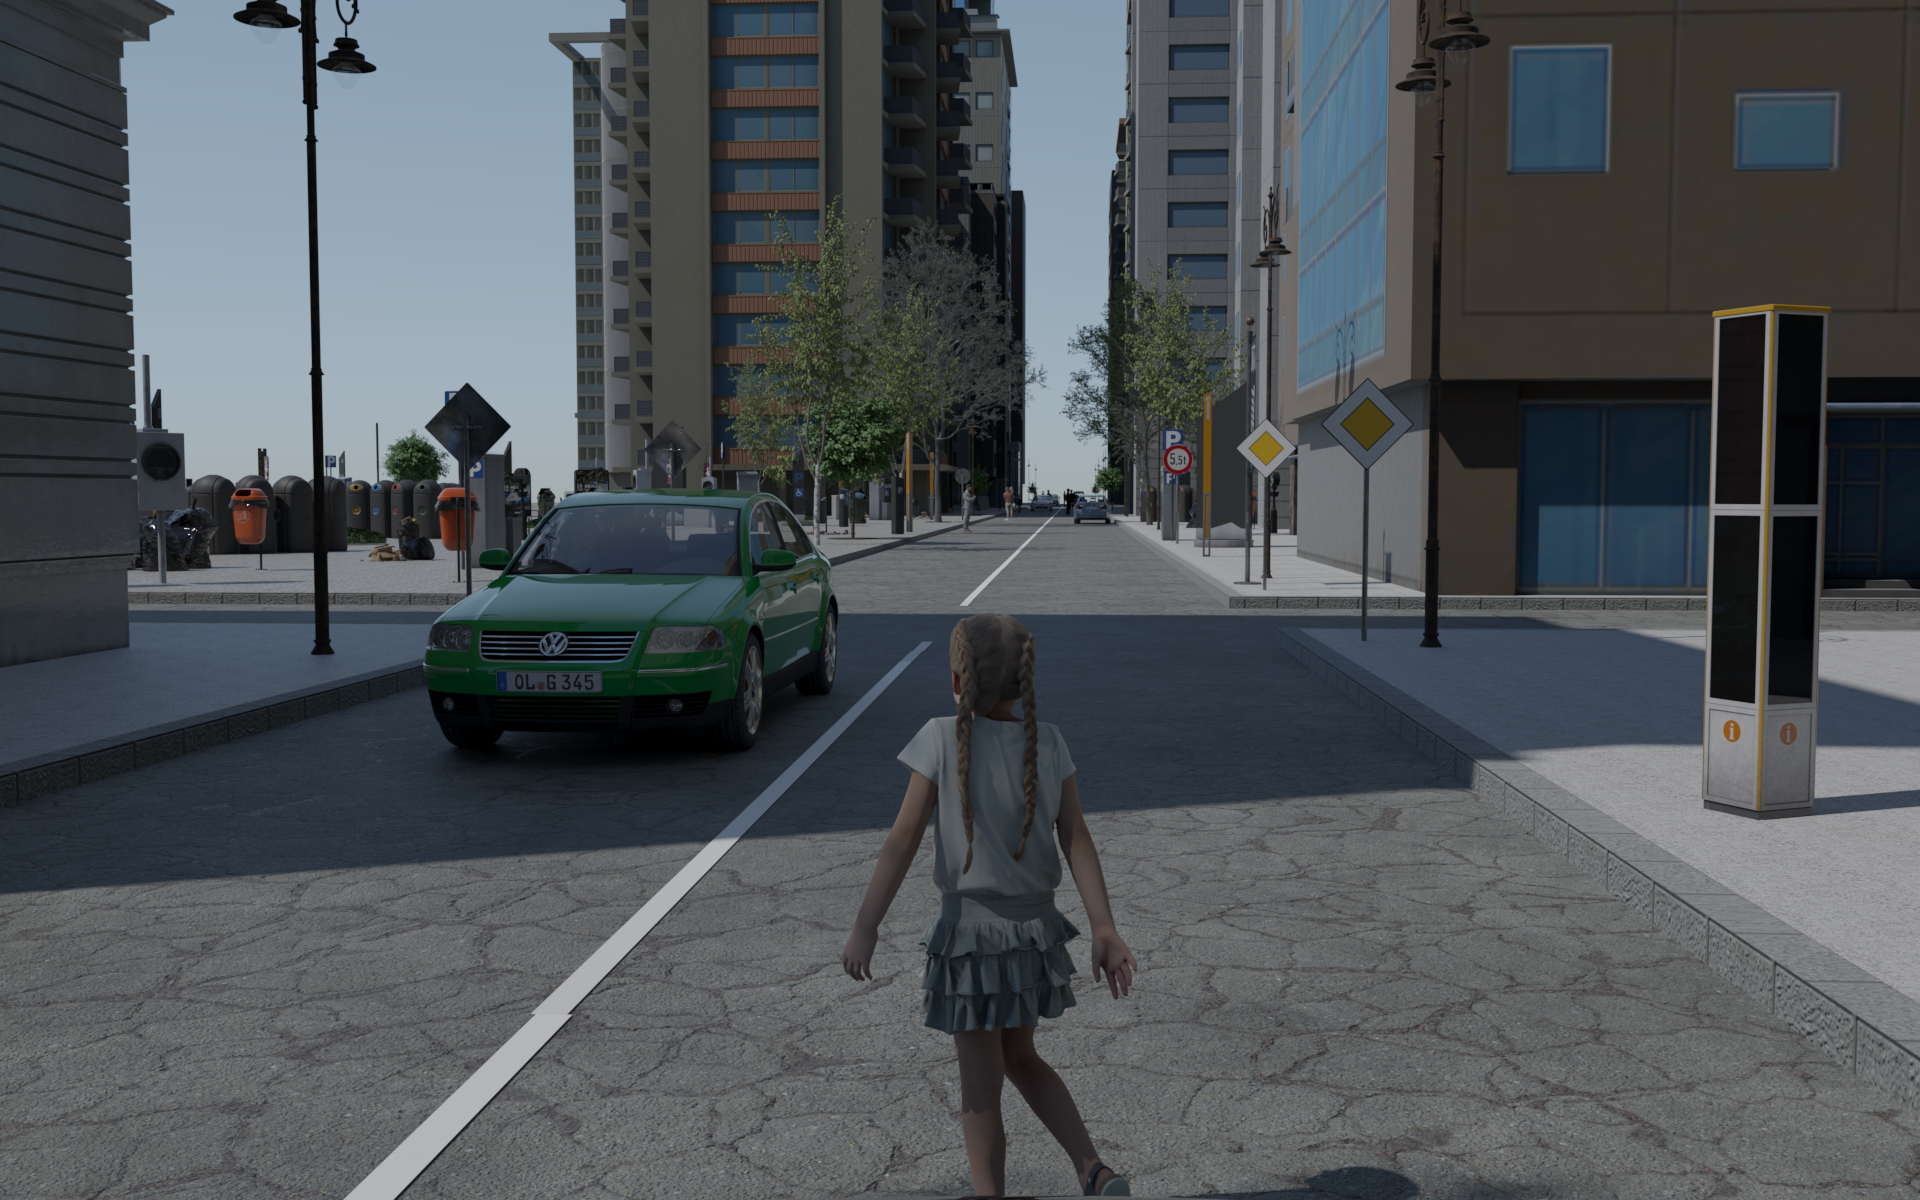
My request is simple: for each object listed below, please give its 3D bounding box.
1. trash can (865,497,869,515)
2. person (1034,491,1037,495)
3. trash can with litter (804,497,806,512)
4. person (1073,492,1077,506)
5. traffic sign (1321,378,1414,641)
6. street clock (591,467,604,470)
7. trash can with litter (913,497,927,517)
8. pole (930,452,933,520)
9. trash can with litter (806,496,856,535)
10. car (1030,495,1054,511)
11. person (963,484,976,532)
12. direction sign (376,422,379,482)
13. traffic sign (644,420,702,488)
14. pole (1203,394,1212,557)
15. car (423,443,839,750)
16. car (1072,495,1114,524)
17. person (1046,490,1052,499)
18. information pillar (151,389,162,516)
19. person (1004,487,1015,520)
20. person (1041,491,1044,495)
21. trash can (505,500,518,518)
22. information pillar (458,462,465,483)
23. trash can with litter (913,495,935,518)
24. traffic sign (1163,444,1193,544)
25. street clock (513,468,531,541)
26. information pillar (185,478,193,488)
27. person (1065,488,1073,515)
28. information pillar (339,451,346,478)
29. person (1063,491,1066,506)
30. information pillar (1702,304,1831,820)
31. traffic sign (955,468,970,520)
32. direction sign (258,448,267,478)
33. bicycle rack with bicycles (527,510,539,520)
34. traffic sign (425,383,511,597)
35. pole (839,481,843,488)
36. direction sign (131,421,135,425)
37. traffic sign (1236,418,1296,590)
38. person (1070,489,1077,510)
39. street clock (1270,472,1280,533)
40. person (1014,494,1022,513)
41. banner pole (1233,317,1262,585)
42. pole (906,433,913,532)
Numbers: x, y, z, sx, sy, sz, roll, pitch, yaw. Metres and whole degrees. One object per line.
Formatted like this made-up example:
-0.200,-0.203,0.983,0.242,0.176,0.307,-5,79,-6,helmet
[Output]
-5.031,-5.143,95.749,0.748,1.137,0.748,0,3,0,trash can
8.519,-11.354,194.812,0.551,1.740,0.621,2,4,25,person
-8.759,-5.025,93.548,0.624,1.170,1.055,-3,4,-37,trash can with litter
13.272,-11.812,202.349,1.217,1.736,0.721,-3,4,-38,person
3.533,-0.701,15.096,0.795,2.450,0.064,0,4,4,traffic sign
-9.826,-2.596,47.017,0.358,2.002,0.471,1,4,17,street clock
-2.267,-5.160,95.754,1.055,1.170,0.624,0,4,0,trash can with litter
-1.389,-5.571,84.932,0.158,3.312,0.155,0,3,0,pole
-4.054,-2.676,54.803,2.233,1.210,1.678,-3,5,-43,trash can with litter
6.915,-8.207,146.546,2.083,1.381,4.827,0,4,3,car
0.359,-3.473,65.463,0.466,1.800,0.511,0,4,8,person
-18.545,-3.865,55.194,0.379,3.537,0.876,-1,4,-16,direction sign
-3.910,-1.221,23.614,0.795,2.450,0.064,0,4,4,traffic sign
5.056,-2.542,35.403,0.158,3.312,0.155,0,3,0,pole
-1.911,-0.144,11.145,1.959,1.807,4.718,0,4,5,car
6.454,-4.419,84.261,2.014,1.417,4.499,0,4,6,car
8.822,-10.100,173.262,0.705,1.869,1.348,3,5,43,person
-17.773,-2.876,38.378,0.183,3.616,0.504,0,4,-6,information pillar
2.714,-5.245,94.236,0.573,1.828,0.580,3,4,38,person
9.693,-11.815,201.756,0.705,1.814,1.350,-1,4,-23,person
-10.276,-1.658,38.763,0.748,1.137,0.748,0,3,0,trash can
-28.755,-6.651,100.104,0.504,3.616,0.183,-1,4,-20,information pillar
-1.851,-4.922,91.526,2.233,1.210,1.678,-2,4,-25,trash can with litter
5.590,-2.713,44.467,0.768,2.556,0.104,0,4,5,traffic sign
-12.089,-2.648,47.863,0.358,2.002,0.471,2,4,28,street clock
-36.116,-4.690,81.173,0.304,2.012,0.304,-2,4,-28,information pillar
7.509,-6.803,119.699,0.705,1.831,1.348,2,4,25,person
-33.461,-6.269,93.861,0.504,3.616,0.183,3,4,36,information pillar
12.589,-12.207,208.108,0.705,1.821,1.348,1,4,13,person
3.217,-0.149,6.929,0.304,2.012,0.304,-1,4,-21,information pillar
0.126,-5.232,85.648,0.768,2.556,0.104,0,4,5,traffic sign
-34.416,-5.720,85.523,0.379,3.537,0.876,0,4,5,direction sign
-19.053,-3.602,72.270,2.852,0.926,2.925,1,4,22,bicycle rack with bicycles
-4.442,-0.734,15.647,0.795,2.450,0.064,0,4,4,traffic sign
-4.859,-4.712,70.885,0.158,3.312,0.155,0,3,0,pole
-24.034,-3.552,50.068,0.379,3.537,0.876,0,3,0,direction sign
4.065,-1.188,23.063,0.795,2.450,0.064,0,4,4,traffic sign
10.280,-9.298,160.153,1.348,1.869,0.705,3,4,36,person
10.253,-3.178,56.531,0.358,2.002,0.471,-1,4,-11,street clock
4.462,-7.437,133.320,0.697,1.427,0.421,2,4,26,person
4.085,-2.098,24.320,0.401,3.779,0.863,0,4,2,banner pole
-1.697,-3.933,58.143,0.158,3.312,0.155,0,3,0,pole
